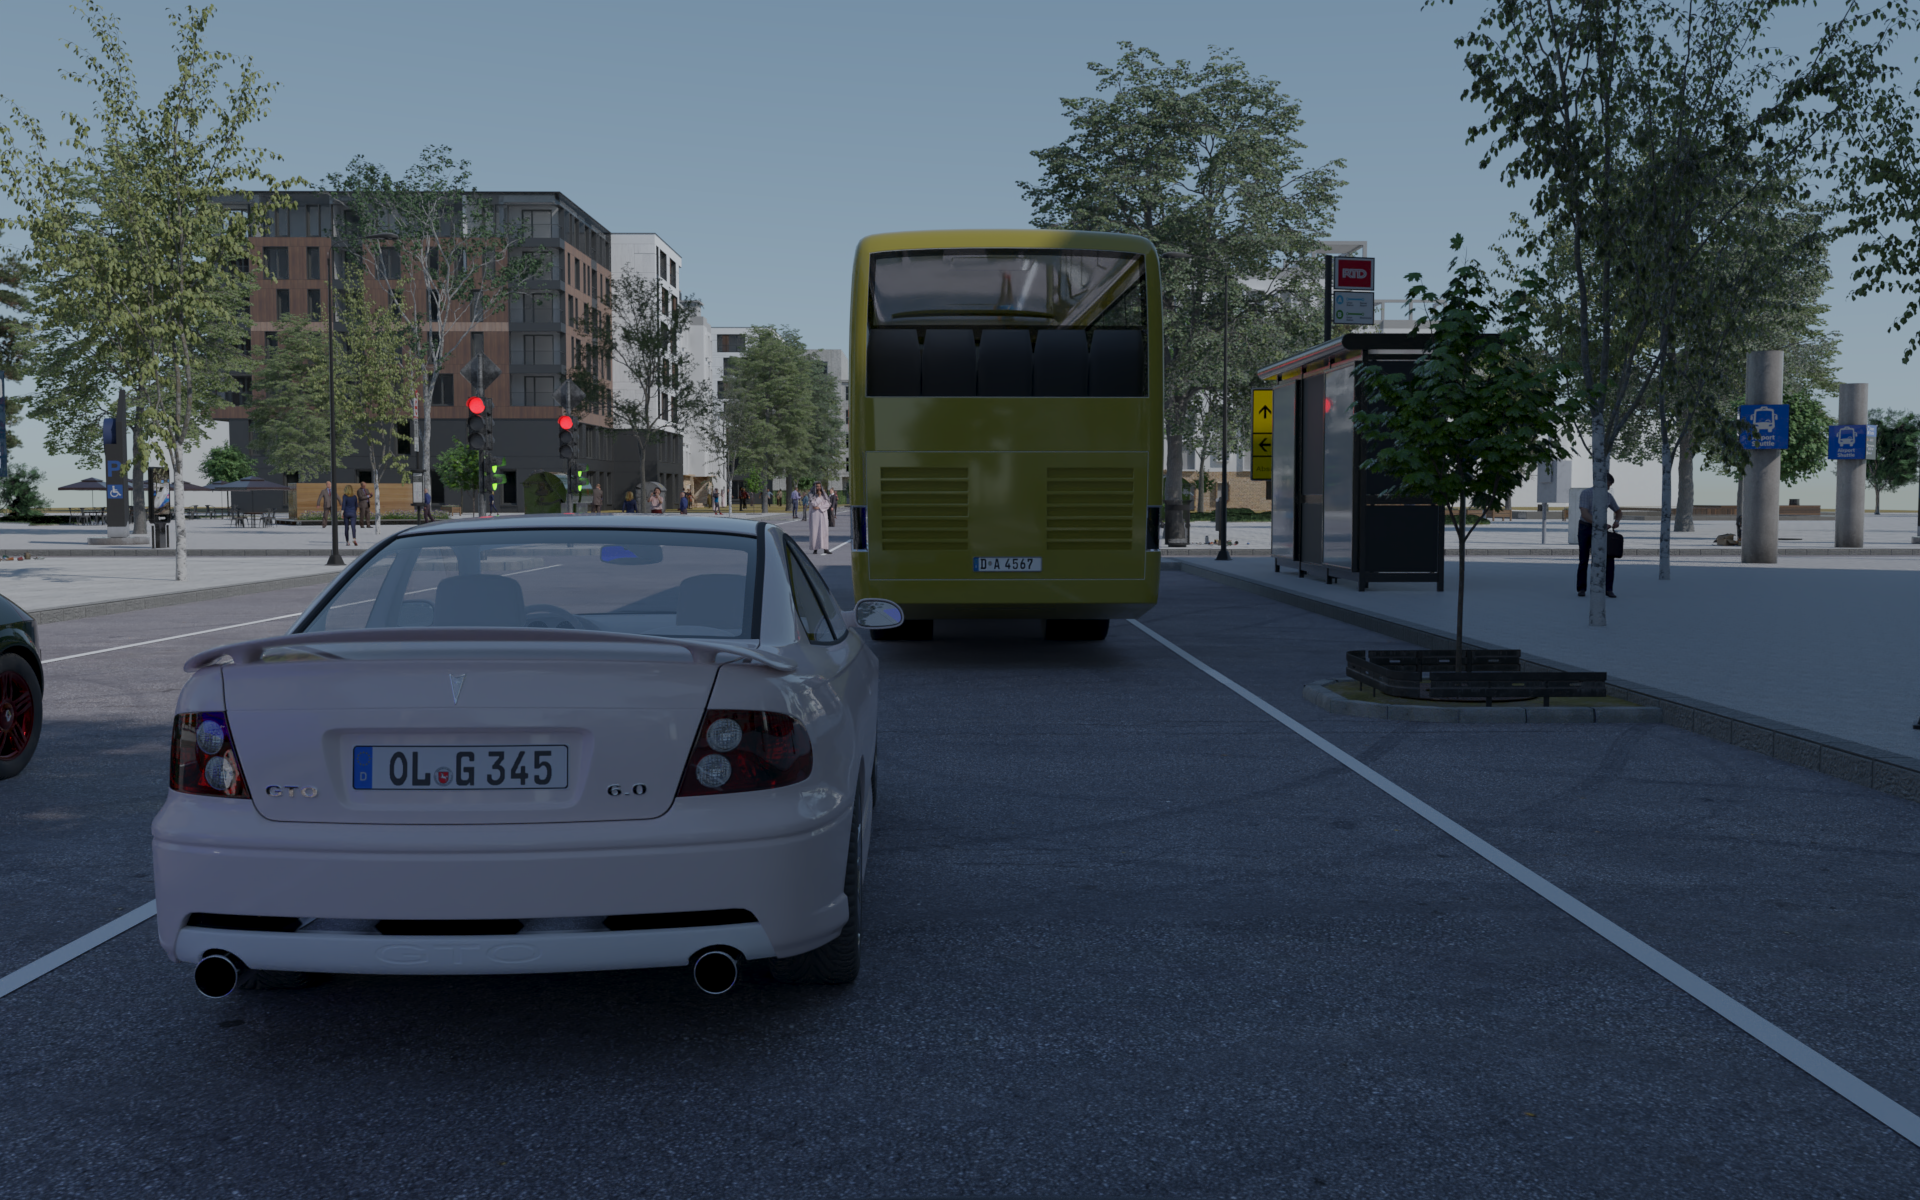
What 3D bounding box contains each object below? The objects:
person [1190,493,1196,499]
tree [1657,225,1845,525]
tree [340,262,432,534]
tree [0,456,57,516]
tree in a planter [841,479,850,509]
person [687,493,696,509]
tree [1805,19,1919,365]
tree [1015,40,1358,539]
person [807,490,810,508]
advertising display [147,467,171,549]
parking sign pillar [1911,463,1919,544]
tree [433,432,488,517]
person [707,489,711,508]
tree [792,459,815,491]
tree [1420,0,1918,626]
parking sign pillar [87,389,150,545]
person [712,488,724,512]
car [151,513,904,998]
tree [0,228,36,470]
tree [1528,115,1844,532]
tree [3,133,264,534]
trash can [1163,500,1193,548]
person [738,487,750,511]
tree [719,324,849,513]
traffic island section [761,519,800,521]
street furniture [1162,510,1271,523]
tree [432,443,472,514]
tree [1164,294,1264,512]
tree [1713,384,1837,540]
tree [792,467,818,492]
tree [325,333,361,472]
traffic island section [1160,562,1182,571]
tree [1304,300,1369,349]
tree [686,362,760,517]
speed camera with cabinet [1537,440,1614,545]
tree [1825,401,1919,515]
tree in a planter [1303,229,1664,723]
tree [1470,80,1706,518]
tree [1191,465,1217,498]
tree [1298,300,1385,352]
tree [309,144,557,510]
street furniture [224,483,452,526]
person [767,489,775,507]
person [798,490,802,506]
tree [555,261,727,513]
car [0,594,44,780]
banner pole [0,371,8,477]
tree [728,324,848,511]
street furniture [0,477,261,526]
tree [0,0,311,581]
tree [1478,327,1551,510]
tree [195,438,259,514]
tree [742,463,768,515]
[{"bbox_3d":[16.180,-7.181,123.430,1.348,1.826,0.705,-1,4,-15],"label":"person"},{"bbox_3d":[32.628,-9.403,71.867,7.486,12.596,7.792,0,3,0],"label":"tree"},{"bbox_3d":[-18.550,-6.380,54.671,4.737,8.622,4.395,0,3,0],"label":"tree"},{"bbox_3d":[-62.091,-12.028,98.481,13.155,14.587,18.604,1,4,17],"label":"tree"},{"bbox_3d":[-10.691,-10.621,170.871,1.991,3.239,1.994,0,4,-1],"label":"tree in a planter"},{"bbox_3d":[-22.698,-8.364,146.051,0.557,1.426,1.065,2,4,33],"label":"person"},{"bbox_3d":[12.061,-4.250,19.855,4.737,8.622,4.395,0,3,0],"label":"tree"},{"bbox_3d":[6.286,-8.742,49.583,9.857,13.997,8.962,0,3,0],"label":"tree"},{"bbox_3d":[-13.902,-9.310,159.052,0.721,1.735,1.217,-3,5,-41],"label":"person"},{"bbox_3d":[-18.940,-2.188,40.990,0.123,1.923,0.974,0,4,-3],"label":"advertising display"},{"bbox_3d":[25.254,-3.418,44.364,1.447,3.967,1.447,-1,4,-17],"label":"parking sign pillar"},{"bbox_3d":[-13.386,-3.254,47.802,1.663,3.219,1.824,0,3,0],"label":"tree"},{"bbox_3d":[-22.569,-9.083,155.286,0.721,1.736,1.217,0,4,-4],"label":"person"},{"bbox_3d":[-13.642,-11.950,145.750,4.737,8.622,4.395,0,3,0],"label":"tree"},{"bbox_3d":[6.316,-4.040,16.420,4.360,8.622,3.978,0,3,0],"label":"tree"},{"bbox_3d":[-21.462,-3.401,44.073,1.447,3.967,1.447,-1,4,-21],"label":"parking sign pillar"},{"bbox_3d":[-17.612,-7.224,124.817,0.551,1.740,0.621,2,4,25],"label":"person"},{"bbox_3d":[-1.250,0.364,6.415,2.083,1.381,4.827,0,4,-2],"label":"car"},{"bbox_3d":[-35.478,-8.412,59.587,6.751,12.117,7.091,0,3,0],"label":"tree"},{"bbox_3d":[24.614,-9.302,58.739,9.857,13.997,8.962,0,3,0],"label":"tree"},{"bbox_3d":[-25.855,-8.381,55.162,7.486,12.596,7.792,0,3,0],"label":"tree"},{"bbox_3d":[5.240,-1.840,41.741,0.748,1.137,0.748,0,3,0],"label":"trash can"},{"bbox_3d":[-18.294,-8.622,146.972,1.348,1.831,0.705,3,4,37],"label":"person"},{"bbox_3d":[-12.814,-12.096,115.904,7.486,12.596,7.792,0,3,0],"label":"tree"},{"bbox_3d":[-9.737,-4.366,94.257,1.991,0.108,1.994,0,4,-1],"label":"traffic island section"},{"bbox_3d":[12.879,-3.897,79.335,10.072,0.657,5.734,0,4,-4],"label":"street furniture"},{"bbox_3d":[-31.600,-7.689,109.427,4.285,4.588,4.351,0,3,0],"label":"tree"},{"bbox_3d":[12.451,-9.943,88.329,9.928,11.665,9.643,0,3,0],"label":"tree"},{"bbox_3d":[22.962,-3.976,48.727,4.285,4.588,4.351,0,3,0],"label":"tree"},{"bbox_3d":[-14.027,-10.480,155.055,4.285,4.588,4.351,0,3,0],"label":"tree"},{"bbox_3d":[-41.352,-11.669,108.918,7.486,12.596,7.792,0,3,0],"label":"tree"},{"bbox_3d":[3.140,-0.708,33.862,2.009,0.180,2.903,0,4,-1],"label":"traffic island section"},{"bbox_3d":[24.110,-12.494,111.706,7.806,13.903,7.818,0,3,0],"label":"tree"},{"bbox_3d":[-12.943,-8.936,96.467,4.360,8.622,3.978,0,3,0],"label":"tree"},{"bbox_3d":[15.695,-3.048,44.173,0.660,3.252,2.038,-2,4,-28],"label":"speed camera with cabinet"},{"bbox_3d":[59.190,-8.709,105.301,11.467,7.101,20.602,-1,4,-15],"label":"tree"},{"bbox_3d":[3.411,-0.887,11.732,1.991,3.239,1.994,0,4,-1],"label":"tree in a planter"},{"bbox_3d":[11.588,-4.952,31.330,4.737,8.622,4.395,0,3,0],"label":"tree"},{"bbox_3d":[16.404,-7.414,115.812,1.663,3.219,1.824,0,3,0],"label":"tree"},{"bbox_3d":[14.356,-6.994,64.708,4.737,8.622,4.395,0,3,0],"label":"tree"},{"bbox_3d":[-27.253,-14.445,92.063,12.611,20.169,13.585,0,3,0],"label":"tree"},{"bbox_3d":[-24.729,-4.070,73.401,11.010,1.723,9.812,-2,4,-31],"label":"street furniture"},{"bbox_3d":[-19.443,-10.372,175.616,1.348,1.826,0.705,0,4,3],"label":"person"},{"bbox_3d":[-17.503,-11.088,188.246,0.530,1.710,0.541,-3,5,-41],"label":"person"},{"bbox_3d":[-13.185,-8.319,70.432,8.767,10.594,7.601,3,4,38],"label":"tree"},{"bbox_3d":[-5.635,0.151,7.325,2.009,1.686,4.222,0,4,1],"label":"car"},{"bbox_3d":[-17.204,-2.485,30.650,0.401,3.779,0.863,1,4,20],"label":"banner pole"},{"bbox_3d":[-12.673,-13.598,128.989,9.857,13.997,8.962,0,3,0],"label":"tree"},{"bbox_3d":[-42.141,-4.705,81.954,14.083,1.986,27.439,-1,4,-10],"label":"street furniture"},{"bbox_3d":[-11.768,-4.585,25.334,4.737,8.622,4.395,0,3,0],"label":"tree"},{"bbox_3d":[35.159,-11.557,111.018,6.751,12.117,7.091,0,3,0],"label":"tree"},{"bbox_3d":[-42.913,-7.190,101.263,4.285,4.588,4.351,0,3,0],"label":"tree"},{"bbox_3d":[-12.792,-6.965,108.473,1.663,3.219,1.824,0,3,0],"label":"tree"}]
